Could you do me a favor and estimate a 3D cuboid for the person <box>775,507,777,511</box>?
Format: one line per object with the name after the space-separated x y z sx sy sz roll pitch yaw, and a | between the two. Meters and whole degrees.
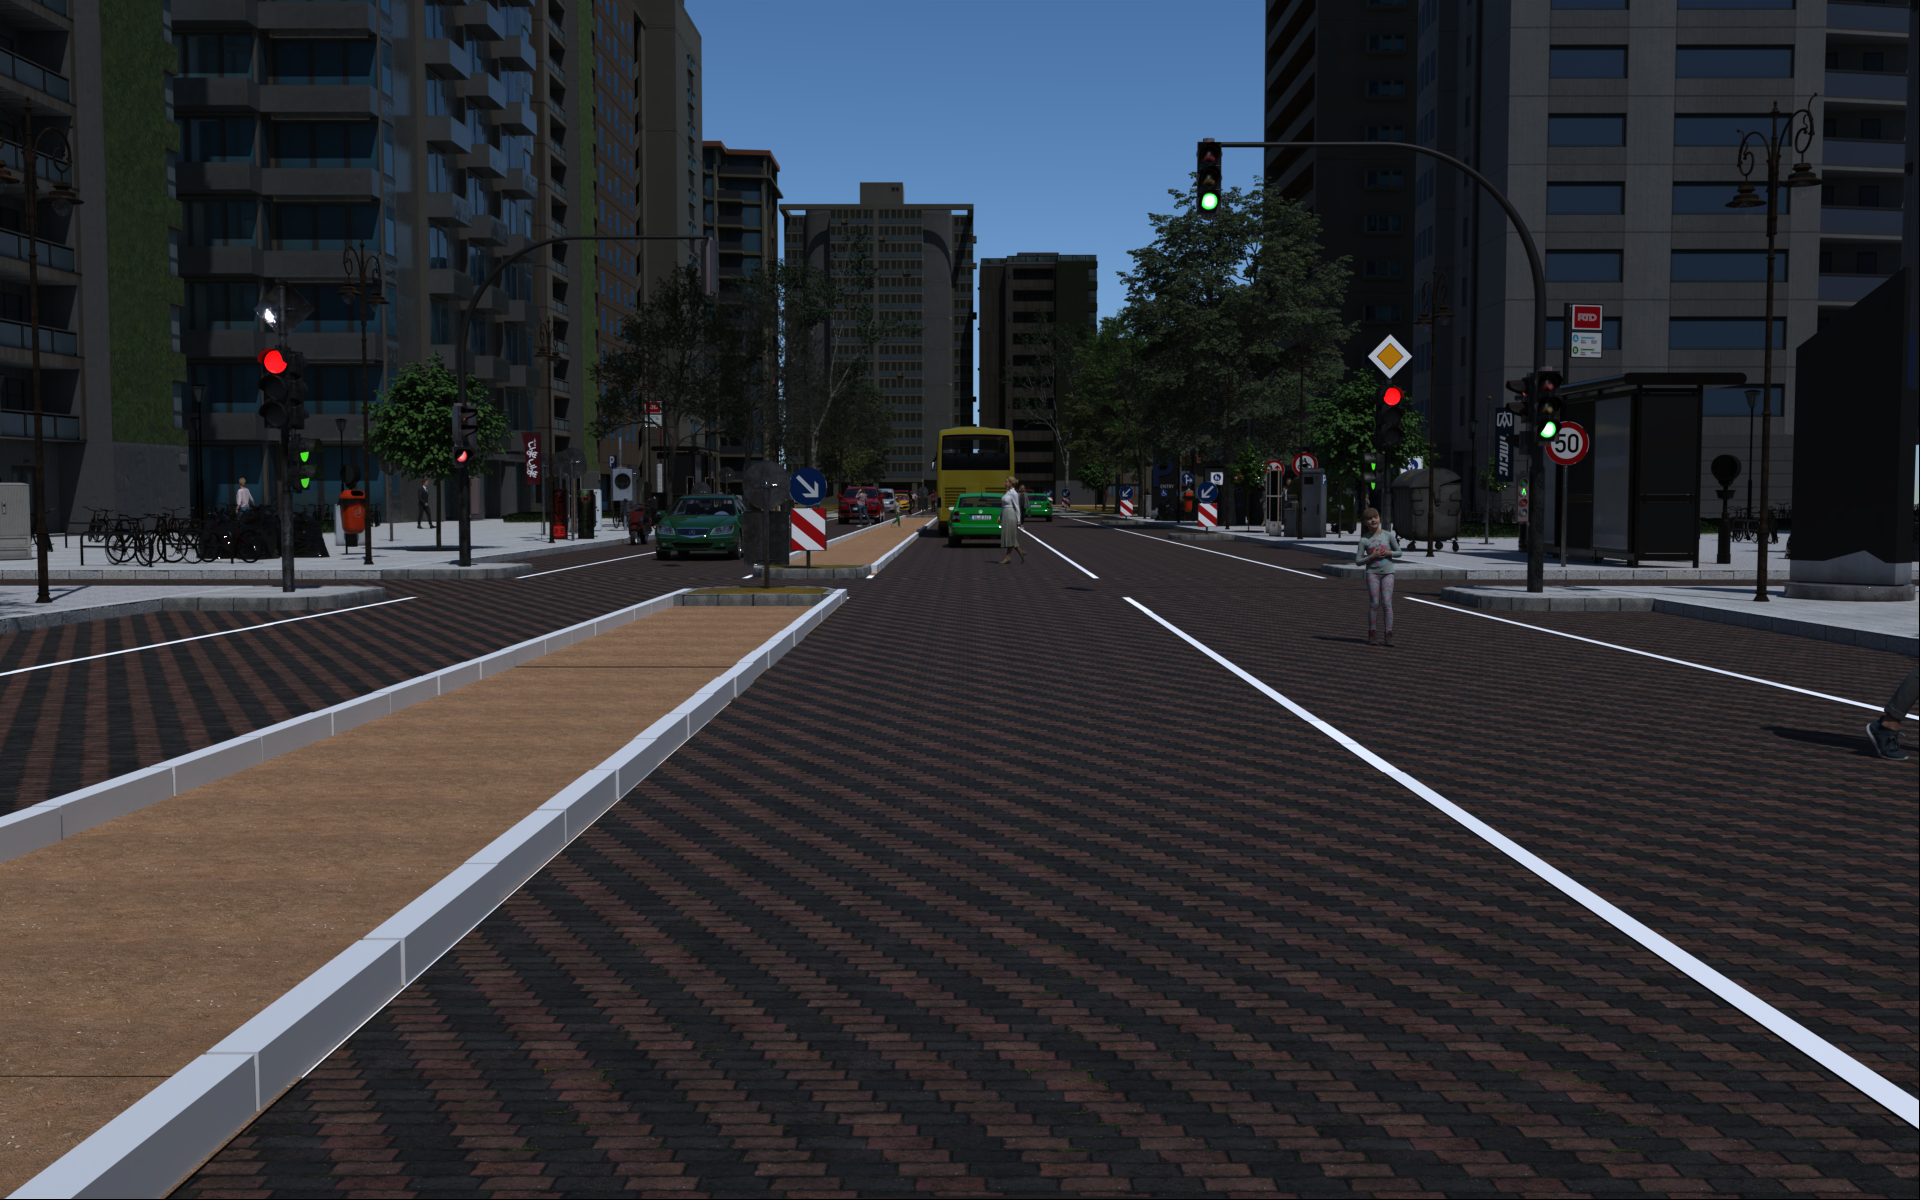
-13.257 -7.276 125.822 1.217 1.723 0.721 0 4 -3 | person

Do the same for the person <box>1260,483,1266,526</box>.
12.034 -3.817 68.730 0.573 1.790 0.520 -2 4 -25 | person

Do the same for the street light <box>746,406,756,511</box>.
-10.619 -7.017 87.514 0.468 5.910 1.993 0 4 0 | street light

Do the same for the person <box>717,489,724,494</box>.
-25.011 -10.701 181.086 1.350 1.814 0.705 -2 4 -34 | person

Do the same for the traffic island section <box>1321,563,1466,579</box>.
7.556 -0.510 30.621 2.009 0.180 2.903 0 4 0 | traffic island section

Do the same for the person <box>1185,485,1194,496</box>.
12.770 -5.519 96.453 0.511 1.800 0.466 1 4 11 | person

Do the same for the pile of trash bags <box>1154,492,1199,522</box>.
10.490 -4.436 82.289 1.912 1.369 3.447 0 4 -8 | pile of trash bags

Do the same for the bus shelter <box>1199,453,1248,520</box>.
13.407 -5.713 87.326 2.014 3.302 5.546 0 3 0 | bus shelter

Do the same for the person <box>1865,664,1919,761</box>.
5.332 -0.058 9.318 0.748 1.841 0.638 2 4 35 | person

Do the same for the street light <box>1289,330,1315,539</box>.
9.661 -4.662 49.013 0.468 5.910 1.993 0 4 0 | street light

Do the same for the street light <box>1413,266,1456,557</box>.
9.608 -3.819 35.224 0.468 5.910 1.993 0 4 0 | street light

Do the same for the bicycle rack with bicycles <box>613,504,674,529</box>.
-11.398 -3.100 64.068 2.852 0.926 2.925 -2 4 -24 | bicycle rack with bicycles

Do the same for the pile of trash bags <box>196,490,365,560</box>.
-13.636 -1.568 35.382 1.912 1.369 3.447 3 4 36 | pile of trash bags

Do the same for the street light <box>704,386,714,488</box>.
-10.584 -6.145 73.258 0.468 5.910 1.993 0 4 0 | street light

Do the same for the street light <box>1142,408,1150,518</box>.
9.722 -7.226 90.938 0.468 5.910 1.993 0 4 0 | street light

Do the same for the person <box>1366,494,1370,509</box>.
20.564 -4.737 87.773 0.475 1.303 0.640 3 4 39 | person

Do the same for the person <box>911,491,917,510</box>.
-4.324 -9.167 159.314 0.756 1.711 0.436 2 4 30 | person

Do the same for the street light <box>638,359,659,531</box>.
-10.675 -5.302 59.470 0.468 5.910 1.993 0 4 0 | street light

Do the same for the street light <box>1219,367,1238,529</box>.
9.725 -5.505 62.801 0.468 5.910 1.993 0 4 0 | street light

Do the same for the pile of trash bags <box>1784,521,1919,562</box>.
18.034 -1.459 33.604 3.447 1.369 1.912 0 3 0 | pile of trash bags

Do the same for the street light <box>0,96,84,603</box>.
-10.830 -2.906 20.297 0.468 5.910 1.993 0 4 0 | street light

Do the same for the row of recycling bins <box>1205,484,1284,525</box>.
11.910 -3.970 72.018 3.534 1.692 1.069 -1 4 -9 | row of recycling bins

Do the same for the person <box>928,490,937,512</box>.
-2.155 -7.848 137.531 1.217 1.743 0.721 -3 4 -36 | person

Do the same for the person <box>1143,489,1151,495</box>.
18.383 -10.014 169.779 1.348 1.823 0.705 -2 4 -28 | person

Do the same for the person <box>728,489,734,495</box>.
-23.048 -10.209 172.972 1.348 1.822 0.705 0 4 2 | person

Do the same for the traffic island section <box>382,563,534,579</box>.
-8.786 -0.515 30.697 2.009 0.180 2.903 0 4 0 | traffic island section

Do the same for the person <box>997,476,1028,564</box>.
1.084 -1.644 35.610 0.641 1.798 0.478 -1 4 -13 | person

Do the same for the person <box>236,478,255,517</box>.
-20.151 -2.595 49.141 0.598 1.740 0.731 0 4 0 | person

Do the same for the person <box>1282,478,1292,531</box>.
11.439 -3.317 60.379 0.850 1.850 0.679 -3 5 -42 | person

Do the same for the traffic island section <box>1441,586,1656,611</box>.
7.521 -0.022 22.636 2.009 0.180 2.903 0 4 0 | traffic island section

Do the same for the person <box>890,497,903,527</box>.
-2.717 -3.754 74.128 0.590 1.304 0.306 -2 4 -23 | person

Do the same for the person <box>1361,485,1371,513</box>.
21.553 -5.209 91.613 0.661 1.777 0.834 -2 4 -33 | person

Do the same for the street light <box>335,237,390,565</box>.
-10.781 -3.585 31.399 0.468 5.910 1.993 0 4 0 | street light

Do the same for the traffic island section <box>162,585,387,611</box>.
-8.820 -0.026 22.712 2.009 0.180 2.903 0 4 0 | traffic island section

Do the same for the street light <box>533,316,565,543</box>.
-10.692 -4.428 45.187 0.468 5.910 1.993 0 4 0 | street light

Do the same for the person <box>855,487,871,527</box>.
-4.224 -4.091 75.972 0.643 1.750 0.593 2 4 34 | person

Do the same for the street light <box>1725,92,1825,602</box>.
9.579 -2.920 20.525 0.468 5.910 1.993 0 4 0 | street light

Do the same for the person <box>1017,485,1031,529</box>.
2.614 -3.808 70.945 0.709 1.800 0.728 0 4 -6 | person

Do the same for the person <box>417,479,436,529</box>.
-19.740 -3.561 64.036 0.755 1.850 0.659 1 4 17 | person

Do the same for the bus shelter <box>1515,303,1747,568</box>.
12.496 -3.455 34.120 2.179 5.291 8.768 0 4 0 | bus shelter

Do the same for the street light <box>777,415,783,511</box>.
-10.494 -7.871 101.473 0.468 5.910 1.993 0 4 0 | street light

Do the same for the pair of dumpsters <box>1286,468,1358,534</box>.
12.003 -3.360 57.424 1.574 2.255 4.437 0 4 0 | pair of dumpsters

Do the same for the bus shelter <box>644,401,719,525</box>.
-12.435 -6.079 77.028 2.179 5.291 8.768 0 4 0 | bus shelter

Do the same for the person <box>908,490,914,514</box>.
-3.457 -7.000 123.770 0.721 1.723 1.217 0 4 5 | person

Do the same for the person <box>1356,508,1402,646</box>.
3.984 -0.222 16.411 0.425 1.301 0.394 -1 4 -8 | person

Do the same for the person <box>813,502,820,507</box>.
-7.421 -5.012 90.460 0.620 1.820 0.660 0 4 8 | person

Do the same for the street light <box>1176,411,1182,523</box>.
9.753 -6.380 77.094 0.468 5.910 1.993 0 4 0 | street light

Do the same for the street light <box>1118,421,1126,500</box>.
9.827 -8.076 104.837 0.468 5.910 1.993 0 4 0 | street light

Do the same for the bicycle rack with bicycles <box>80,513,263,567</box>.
-14.672 -1.118 31.668 2.925 0.926 2.852 2 4 27 | bicycle rack with bicycles
